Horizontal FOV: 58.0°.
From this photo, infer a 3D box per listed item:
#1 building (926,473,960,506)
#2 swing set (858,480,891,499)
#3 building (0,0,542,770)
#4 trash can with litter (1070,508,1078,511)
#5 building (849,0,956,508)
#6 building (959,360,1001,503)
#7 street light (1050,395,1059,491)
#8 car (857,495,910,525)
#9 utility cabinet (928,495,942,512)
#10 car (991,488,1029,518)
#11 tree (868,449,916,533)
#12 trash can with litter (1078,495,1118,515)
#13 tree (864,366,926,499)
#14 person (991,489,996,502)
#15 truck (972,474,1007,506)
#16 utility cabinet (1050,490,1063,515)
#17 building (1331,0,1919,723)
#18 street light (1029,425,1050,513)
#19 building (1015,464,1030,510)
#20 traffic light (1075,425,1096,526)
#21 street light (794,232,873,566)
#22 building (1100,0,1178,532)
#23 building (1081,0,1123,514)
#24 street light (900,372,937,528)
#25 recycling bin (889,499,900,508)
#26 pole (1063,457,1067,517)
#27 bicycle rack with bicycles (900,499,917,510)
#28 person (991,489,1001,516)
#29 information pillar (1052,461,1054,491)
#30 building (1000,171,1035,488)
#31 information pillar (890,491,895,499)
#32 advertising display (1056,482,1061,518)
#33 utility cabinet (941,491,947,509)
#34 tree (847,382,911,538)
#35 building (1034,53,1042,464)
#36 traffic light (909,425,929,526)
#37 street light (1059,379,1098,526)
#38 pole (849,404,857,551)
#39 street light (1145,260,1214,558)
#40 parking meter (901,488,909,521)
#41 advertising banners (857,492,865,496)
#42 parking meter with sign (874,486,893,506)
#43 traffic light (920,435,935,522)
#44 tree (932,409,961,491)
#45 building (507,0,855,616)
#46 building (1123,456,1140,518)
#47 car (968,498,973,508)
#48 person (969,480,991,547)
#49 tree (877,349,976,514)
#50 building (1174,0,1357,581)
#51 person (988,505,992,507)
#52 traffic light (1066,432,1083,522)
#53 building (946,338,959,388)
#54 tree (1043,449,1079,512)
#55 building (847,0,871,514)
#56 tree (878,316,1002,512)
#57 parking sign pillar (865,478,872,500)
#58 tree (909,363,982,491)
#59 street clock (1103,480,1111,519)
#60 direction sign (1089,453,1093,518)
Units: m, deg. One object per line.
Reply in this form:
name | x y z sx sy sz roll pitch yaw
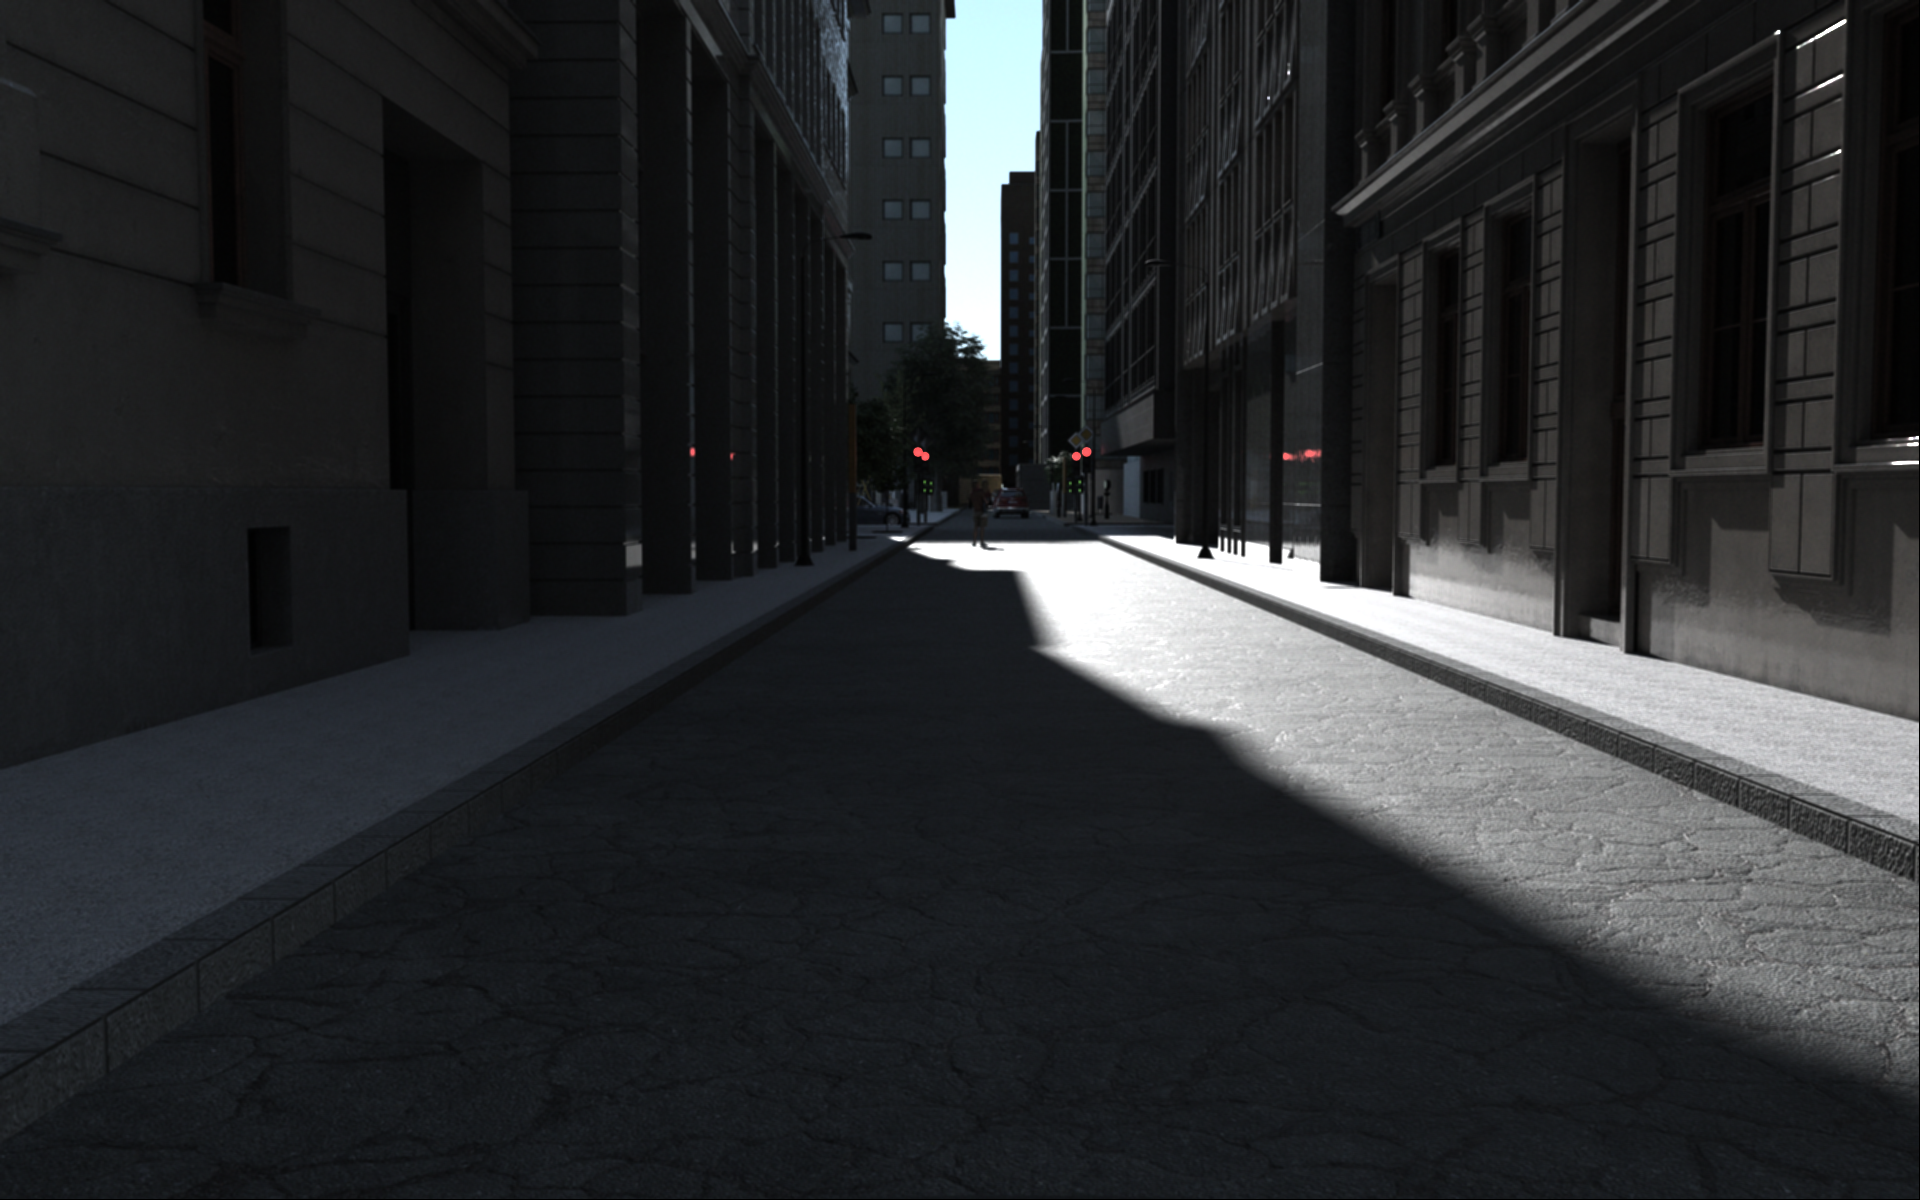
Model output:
building | -10.389 -46.003 190.403 20.563 71.187 20.611 0 4 1
swing set | -7.689 -9.398 151.271 2.862 2.851 3.119 1 4 18
building | -10.701 -13.341 5.518 14.401 28.519 23.554 0 4 1
trash can with litter | 9.379 -7.400 132.041 2.233 1.210 1.678 2 4 27
building | -14.975 -35.309 166.533 28.713 52.752 27.495 0 4 1
building | -8.634 -24.827 250.956 28.899 21.520 27.650 0 4 1
street light | 5.096 -6.659 81.423 1.470 5.913 1.316 0 4 1
car | -4.382 -3.836 74.724 4.499 1.417 2.014 0 3 0
utility cabinet | -1.806 -7.070 126.748 1.020 1.237 0.306 -2 4 -28
car | 3.038 -5.824 103.891 2.281 1.827 5.304 0 4 -1
tree | -2.514 -3.839 57.376 1.663 3.219 1.824 0 3 0
trash can with litter | 8.845 -5.886 107.289 1.678 1.210 2.233 -2 4 -35
tree | -3.982 -9.172 100.332 4.737 8.622 4.395 0 3 0
person | 3.063 -8.861 153.259 0.514 1.842 0.818 -1 4 -16
truck | 2.759 -10.553 168.469 3.469 3.379 9.791 0 4 2
utility cabinet | 6.038 -5.998 106.753 0.318 1.500 1.173 3 5 45
building | 10.417 -10.881 14.060 11.583 22.565 21.152 0 4 1
street light | 5.631 -8.849 117.219 1.470 5.913 1.316 0 4 1
building | 15.032 -43.012 141.497 20.563 71.187 20.611 0 4 1
traffic light | 5.091 -4.968 70.145 0.839 4.253 0.868 0 4 1
street light | -2.254 -3.569 30.889 1.470 5.913 1.316 0 4 1
building | 12.549 -16.126 57.168 14.314 27.812 24.014 0 4 1
building | 15.013 -26.367 114.701 14.154 41.232 14.086 0 4 1
street light | -1.572 -5.726 66.169 1.470 5.913 1.316 0 4 1
recycling bin | -3.546 -4.782 90.747 0.722 1.027 0.722 0 4 6
pole | 5.800 -6.250 96.025 0.158 3.312 0.155 0 3 0
bicycle rack with bicycles | -4.174 -7.583 137.365 2.925 0.926 2.852 1 4 9
person | 2.375 -6.311 112.437 0.760 1.731 0.466 -3 5 -41
information pillar | 6.656 -8.095 123.708 0.183 3.616 0.504 1 4 9
building | 12.808 -36.270 243.122 14.200 45.320 14.600 0 4 1
information pillar | -4.134 -7.054 106.692 0.183 3.616 0.504 -2 4 -35
advertising display | 5.420 -5.487 94.924 0.123 1.923 0.974 0 4 -5
utility cabinet | -1.655 -8.368 145.501 1.173 1.500 0.318 0 4 4
tree | -3.106 -4.083 50.476 4.285 4.588 4.351 0 3 0
building | 14.463 -29.335 163.217 14.154 41.232 14.086 0 4 1
traffic light | -1.669 -4.973 70.233 0.839 4.253 0.868 0 4 1
street light | 4.859 -5.949 69.800 1.470 5.913 1.316 0 4 1
pole | -2.432 -2.780 39.295 0.158 3.312 0.155 0 3 0
street light | 4.372 -3.791 34.517 1.470 5.913 1.316 0 4 1
parking meter | -2.688 -4.792 84.067 0.255 1.863 0.399 -2 4 -30
advertising banners | -8.503 -9.152 145.815 2.074 3.025 0.090 3 5 40
parking meter with sign | -3.602 -5.111 79.831 0.543 3.016 1.738 -2 4 -27
traffic light | -1.546 -5.462 78.217 0.839 4.253 0.868 0 4 1
tree | -1.415 -11.300 135.116 4.360 8.622 3.978 0 3 0
building | -8.658 -15.571 32.082 11.434 29.767 29.804 0 4 1
building | 21.912 -30.570 89.059 27.495 52.752 28.713 0 4 1
car | 1.841 -10.182 178.275 2.131 1.459 4.920 0 3 0
person | 0.572 -2.381 47.407 0.580 1.828 0.573 -1 4 -11
tree | -2.699 -10.885 112.377 8.767 10.594 7.601 3 4 37
building | 11.443 -13.239 34.483 12.078 24.808 19.932 0 4 1
person | 3.181 -10.863 185.978 0.709 1.838 0.599 0 4 -4
traffic light | 5.215 -5.456 78.129 0.839 4.253 0.868 0 4 1
building | -15.118 -22.688 215.993 28.899 21.520 27.650 0 4 1
tree | 7.739 -8.763 126.991 4.285 4.588 4.351 0 3 0
building | -18.746 -14.032 62.704 30.059 22.955 16.112 0 4 1
tree | -1.548 -13.385 125.500 9.857 13.997 8.962 0 3 0
parking sign pillar | -7.321 -9.183 138.612 1.447 3.967 1.447 0 4 2
tree | -1.213 -14.070 148.172 7.486 12.596 7.792 0 3 0
street clock | 7.565 -5.175 89.181 0.358 2.002 0.471 -1 4 -19
direction sign | 7.213 -6.289 94.820 0.379 3.537 0.876 0 4 -3
